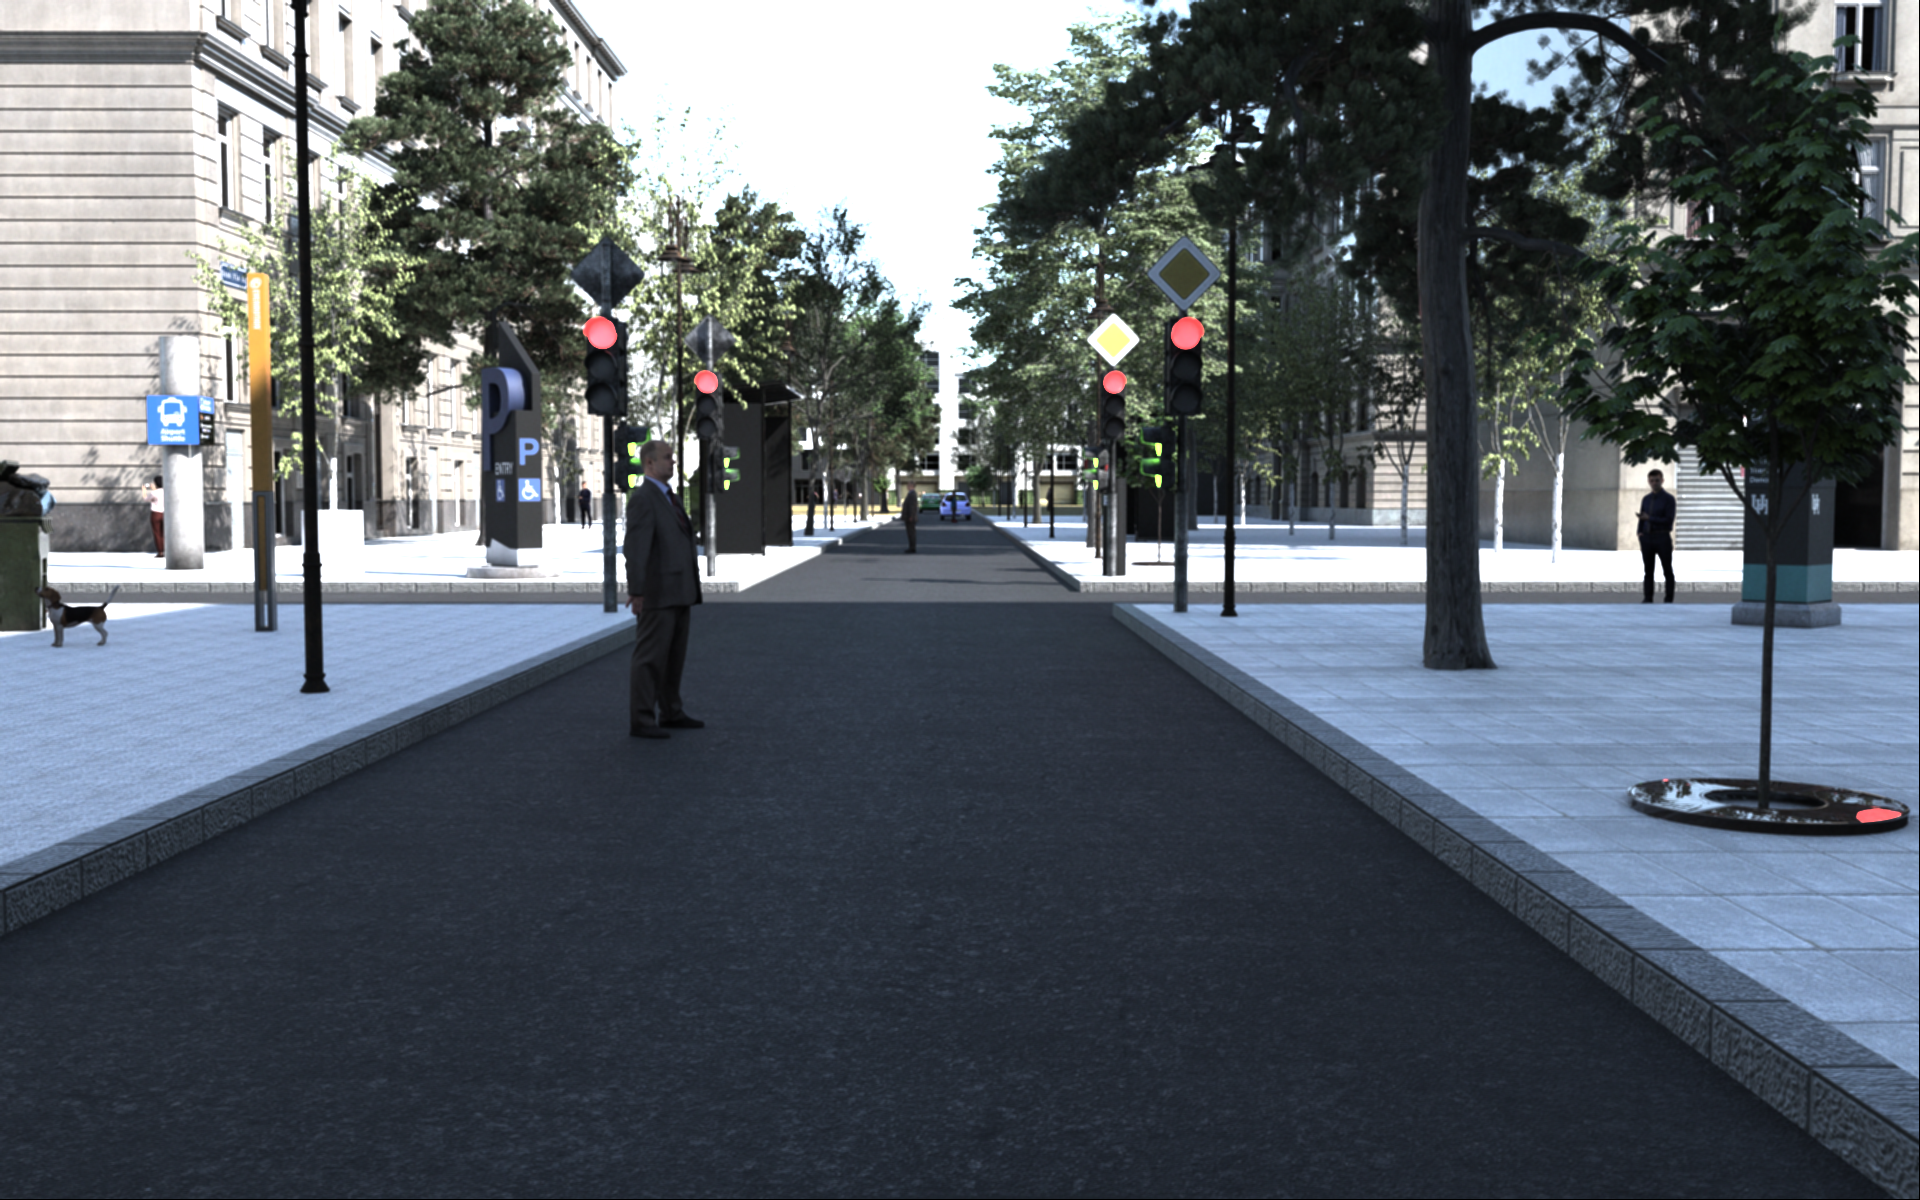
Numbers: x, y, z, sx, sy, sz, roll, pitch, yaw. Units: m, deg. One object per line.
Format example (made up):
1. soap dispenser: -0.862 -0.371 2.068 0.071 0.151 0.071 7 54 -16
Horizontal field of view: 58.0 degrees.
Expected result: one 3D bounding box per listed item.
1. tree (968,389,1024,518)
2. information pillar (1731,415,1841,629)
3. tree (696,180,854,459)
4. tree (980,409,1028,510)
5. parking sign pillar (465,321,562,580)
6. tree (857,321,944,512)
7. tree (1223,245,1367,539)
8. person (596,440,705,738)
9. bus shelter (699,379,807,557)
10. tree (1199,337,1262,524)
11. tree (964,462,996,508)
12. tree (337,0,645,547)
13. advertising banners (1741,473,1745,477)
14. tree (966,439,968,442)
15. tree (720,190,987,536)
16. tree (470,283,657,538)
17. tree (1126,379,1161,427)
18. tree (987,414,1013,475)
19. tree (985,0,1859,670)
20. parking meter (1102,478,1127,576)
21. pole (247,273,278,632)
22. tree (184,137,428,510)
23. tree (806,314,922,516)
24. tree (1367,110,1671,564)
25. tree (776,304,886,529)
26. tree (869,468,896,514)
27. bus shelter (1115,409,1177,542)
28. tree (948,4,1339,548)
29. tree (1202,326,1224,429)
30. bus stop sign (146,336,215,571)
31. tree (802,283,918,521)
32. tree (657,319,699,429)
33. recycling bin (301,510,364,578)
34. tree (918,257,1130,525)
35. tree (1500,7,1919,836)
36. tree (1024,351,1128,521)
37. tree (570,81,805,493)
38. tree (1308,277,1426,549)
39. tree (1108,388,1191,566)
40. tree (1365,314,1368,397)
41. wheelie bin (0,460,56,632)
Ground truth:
1. tree: 2.840 -8.608 91.108 4.360 8.622 3.978 0 3 0
2. information pillar: 8.123 -1.684 16.913 0.750 3.857 0.750 -3 5 -43
3. tree: -8.453 -9.997 70.881 7.806 13.903 7.818 0 3 0
4. tree: 3.422 -11.662 141.030 4.737 8.622 4.395 0 3 0
5. parking sign pillar: -6.858 -2.327 26.523 1.447 3.967 1.447 -3 4 -36
6. tree: -5.309 -13.095 121.522 7.806 13.903 7.818 0 3 0
7. tree: 10.277 -6.011 48.649 4.737 8.622 4.395 0 3 0
8. person: -1.750 -0.083 10.414 0.434 1.755 0.990 1 4 17
9. bus shelter: -4.528 -2.894 38.606 1.731 3.624 6.357 0 4 0
10. tree: 11.223 -7.626 75.042 4.360 8.622 3.978 0 3 0
11. tree: 1.978 -11.113 165.412 4.285 4.588 4.351 0 3 0
12. tree: -11.347 -8.255 42.392 7.806 13.903 7.818 0 3 0
13. advertising banners: 13.259 -1.963 28.290 2.074 3.025 0.090 -2 4 -35
14. tree: 2.710 -12.119 148.500 4.360 8.622 3.978 0 3 0
15. tree: -4.364 -7.260 53.112 7.601 10.594 8.767 1 4 22
16. tree: -11.834 -6.086 49.873 4.360 8.622 3.978 0 3 0
17. tree: 9.231 -8.451 88.544 4.737 8.622 4.395 0 3 0
18. tree: 2.085 -14.939 178.663 7.601 10.594 8.767 1 4 9
19. tree: 3.592 -5.535 12.559 6.751 12.117 7.091 0 3 0
20. parking meter: 2.421 -1.146 27.156 0.372 1.533 0.369 0 3 0
21. pole: -6.502 -1.363 16.136 0.158 3.312 0.155 0 3 0
22. tree: -13.042 -5.187 35.175 4.737 8.622 4.395 0 3 0
23. tree: -5.723 -11.025 102.318 6.751 12.117 7.091 0 3 0
24. tree: 10.828 -4.981 31.809 4.737 8.622 4.395 0 3 0
25. tree: -4.906 -6.945 63.910 4.360 8.622 3.978 0 3 0
26. tree: -5.186 -7.133 111.226 1.663 3.219 1.824 0 3 0
27. bus shelter: 5.198 -3.568 49.613 1.731 3.624 6.357 0 4 -1
28. tree: 3.502 -7.490 40.595 7.486 12.596 7.792 0 3 0
29. tree: 10.168 -6.342 54.055 4.737 8.622 4.395 0 3 0
30. bus stop sign: -13.121 -2.458 29.203 0.837 3.901 0.837 0 4 -8
31. tree: -4.708 -9.576 82.317 9.928 11.665 9.643 0 3 0
32. tree: -11.429 -6.693 59.800 4.360 8.622 3.978 0 3 0
33. recycling bin: -9.768 -0.881 26.965 0.722 1.027 0.722 -3 5 -42
34. tree: 3.396 -9.023 73.278 9.928 11.665 9.643 0 3 0
35. tree: 3.344 -0.759 7.009 1.663 3.219 1.824 0 3 0
36. tree: 5.615 -7.992 81.031 4.360 8.622 3.978 0 3 0
37. tree: -5.141 -4.998 32.083 4.737 8.622 4.395 0 3 0
38. tree: 11.129 -5.704 43.627 4.360 8.622 3.978 0 3 0
39. tree: 3.678 -2.244 31.291 1.663 3.219 1.824 0 3 0
40. tree: 11.641 -5.336 37.603 4.737 8.622 4.395 0 3 0
41. wheelie bin: -8.945 -0.517 16.356 0.693 1.594 0.980 -1 4 -18
